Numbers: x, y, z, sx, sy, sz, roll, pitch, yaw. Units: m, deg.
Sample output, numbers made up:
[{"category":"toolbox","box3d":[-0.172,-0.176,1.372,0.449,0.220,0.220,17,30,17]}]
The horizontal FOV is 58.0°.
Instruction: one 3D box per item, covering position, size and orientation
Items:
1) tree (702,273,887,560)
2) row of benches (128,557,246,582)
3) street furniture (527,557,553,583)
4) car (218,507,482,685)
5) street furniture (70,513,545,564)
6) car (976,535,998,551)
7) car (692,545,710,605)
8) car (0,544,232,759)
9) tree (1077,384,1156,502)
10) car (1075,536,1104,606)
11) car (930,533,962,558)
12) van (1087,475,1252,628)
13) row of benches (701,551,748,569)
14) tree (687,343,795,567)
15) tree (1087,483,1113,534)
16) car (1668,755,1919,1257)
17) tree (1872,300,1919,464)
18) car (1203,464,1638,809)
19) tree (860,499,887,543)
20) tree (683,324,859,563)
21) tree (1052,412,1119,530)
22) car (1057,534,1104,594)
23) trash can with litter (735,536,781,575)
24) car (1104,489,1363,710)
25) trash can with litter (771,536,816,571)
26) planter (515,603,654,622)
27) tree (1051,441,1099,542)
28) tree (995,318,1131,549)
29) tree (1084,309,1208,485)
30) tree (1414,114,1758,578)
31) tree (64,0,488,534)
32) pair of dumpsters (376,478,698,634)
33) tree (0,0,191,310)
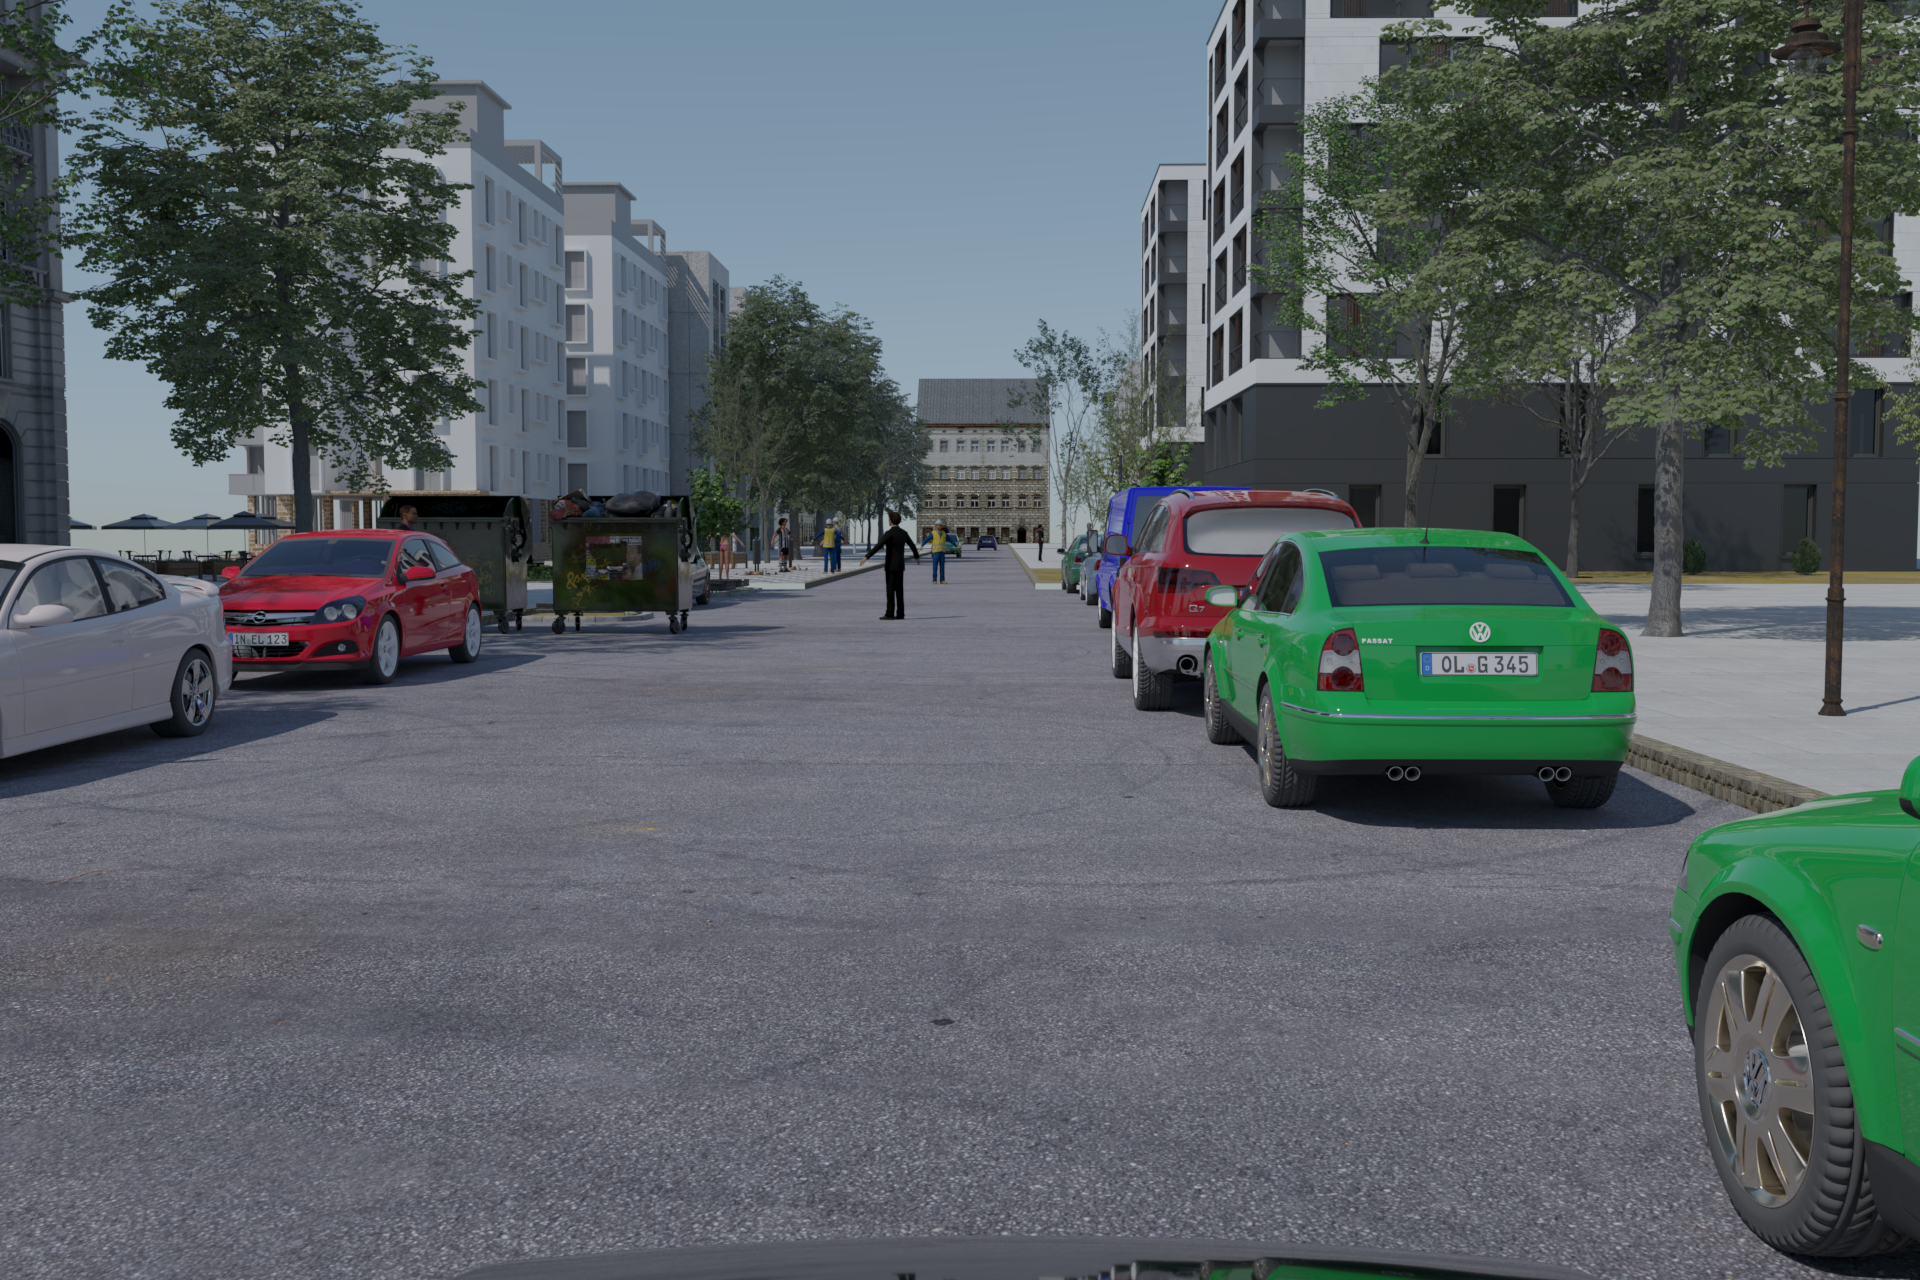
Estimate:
[{"category":"tree","box3d":[-8.094,-10.890,84.714,9.857,13.997,8.962,0,3,0]},{"category":"row of benches","box3d":[-20.784,-1.859,45.853,1.422,0.672,4.104,2,4,26]},{"category":"street furniture","box3d":[-12.806,-1.897,46.641,10.072,0.657,5.734,-2,4,-34]},{"category":"car","box3d":[-6.314,-0.537,17.825,2.155,1.783,4.494,0,4,1]},{"category":"street furniture","box3d":[-28.018,-3.455,61.520,27.439,1.986,14.083,-1,4,-8]},{"category":"car","box3d":[2.349,-8.444,150.642,1.945,1.354,3.894,0,4,2]},{"category":"car","box3d":[-5.977,-1.469,33.804,2.009,1.686,4.222,0,4,1]},{"category":"car","box3d":[-6.342,0.086,10.950,2.083,1.381,4.827,0,4,1]},{"category":"tree","box3d":[7.828,-8.208,84.568,4.737,8.622,4.395,0,3,0]},{"category":"car","box3d":[3.424,-1.467,35.984,2.014,1.417,4.499,0,4,2]},{"category":"car","box3d":[-0.825,-5.934,105.821,1.959,1.807,4.718,0,4,1]},{"category":"van","box3d":[3.002,-1.235,24.581,2.240,2.365,5.245,0,4,1]},{"category":"row of benches","box3d":[-9.107,-2.930,63.375,1.422,0.672,4.104,2,4,25]},{"category":"tree","box3d":[-8.803,-7.132,66.965,4.360,8.622,3.978,0,3,0]},{"category":"tree","box3d":[19.638,-17.694,239.656,4.737,8.622,4.395,0,3,0]},{"category":"car","box3d":[2.451,0.411,2.079,1.959,1.807,4.718,0,4,1]},{"category":"tree","box3d":[28.085,-6.044,49.189,4.737,8.622,4.395,0,3,0]},{"category":"car","box3d":[2.530,-0.100,10.434,1.959,1.807,4.718,0,4,2]},{"category":"tree","box3d":[-13.844,-19.368,242.426,9.928,11.665,9.643,0,3,0]},{"category":"tree","box3d":[-8.400,-8.670,76.175,8.767,10.594,7.601,1,4,8]},{"category":"tree","box3d":[8.120,-9.392,103.914,4.360,8.622,3.978,0,3,0]},{"category":"car","box3d":[3.494,-1.915,43.106,2.131,1.459,4.920,0,4,1]},{"category":"trash can with litter","box3d":[-6.250,-2.670,54.706,1.678,1.210,2.233,0,4,3]},{"category":"car","box3d":[2.474,-0.422,15.581,2.281,1.827,5.304,0,4,2]},{"category":"trash can with litter","box3d":[-5.882,-3.092,61.610,1.678,1.210,2.233,0,4,1]},{"category":"planter","box3d":[-6.238,-0.490,29.147,1.991,0.319,1.994,0,4,1]},{"category":"tree","box3d":[8.547,-11.108,131.977,4.360,8.622,3.978,0,3,0]},{"category":"tree","box3d":[9.085,-18.051,151.028,12.611,20.169,13.585,0,3,0]},{"category":"tree","box3d":[6.168,-6.494,56.539,4.360,8.622,3.978,0,3,0]},{"category":"tree","box3d":[18.014,-8.549,50.148,12.009,13.543,11.850,0,3,0]},{"category":"tree","box3d":[-12.864,-6.993,32.455,7.486,12.596,7.792,0,3,0]},{"category":"pair of dumpsters","box3d":[-6.113,-1.236,25.154,4.436,2.255,1.574,0,4,1]},{"category":"tree","box3d":[-11.832,-5.638,17.943,9.928,11.665,9.643,0,3,0]}]
